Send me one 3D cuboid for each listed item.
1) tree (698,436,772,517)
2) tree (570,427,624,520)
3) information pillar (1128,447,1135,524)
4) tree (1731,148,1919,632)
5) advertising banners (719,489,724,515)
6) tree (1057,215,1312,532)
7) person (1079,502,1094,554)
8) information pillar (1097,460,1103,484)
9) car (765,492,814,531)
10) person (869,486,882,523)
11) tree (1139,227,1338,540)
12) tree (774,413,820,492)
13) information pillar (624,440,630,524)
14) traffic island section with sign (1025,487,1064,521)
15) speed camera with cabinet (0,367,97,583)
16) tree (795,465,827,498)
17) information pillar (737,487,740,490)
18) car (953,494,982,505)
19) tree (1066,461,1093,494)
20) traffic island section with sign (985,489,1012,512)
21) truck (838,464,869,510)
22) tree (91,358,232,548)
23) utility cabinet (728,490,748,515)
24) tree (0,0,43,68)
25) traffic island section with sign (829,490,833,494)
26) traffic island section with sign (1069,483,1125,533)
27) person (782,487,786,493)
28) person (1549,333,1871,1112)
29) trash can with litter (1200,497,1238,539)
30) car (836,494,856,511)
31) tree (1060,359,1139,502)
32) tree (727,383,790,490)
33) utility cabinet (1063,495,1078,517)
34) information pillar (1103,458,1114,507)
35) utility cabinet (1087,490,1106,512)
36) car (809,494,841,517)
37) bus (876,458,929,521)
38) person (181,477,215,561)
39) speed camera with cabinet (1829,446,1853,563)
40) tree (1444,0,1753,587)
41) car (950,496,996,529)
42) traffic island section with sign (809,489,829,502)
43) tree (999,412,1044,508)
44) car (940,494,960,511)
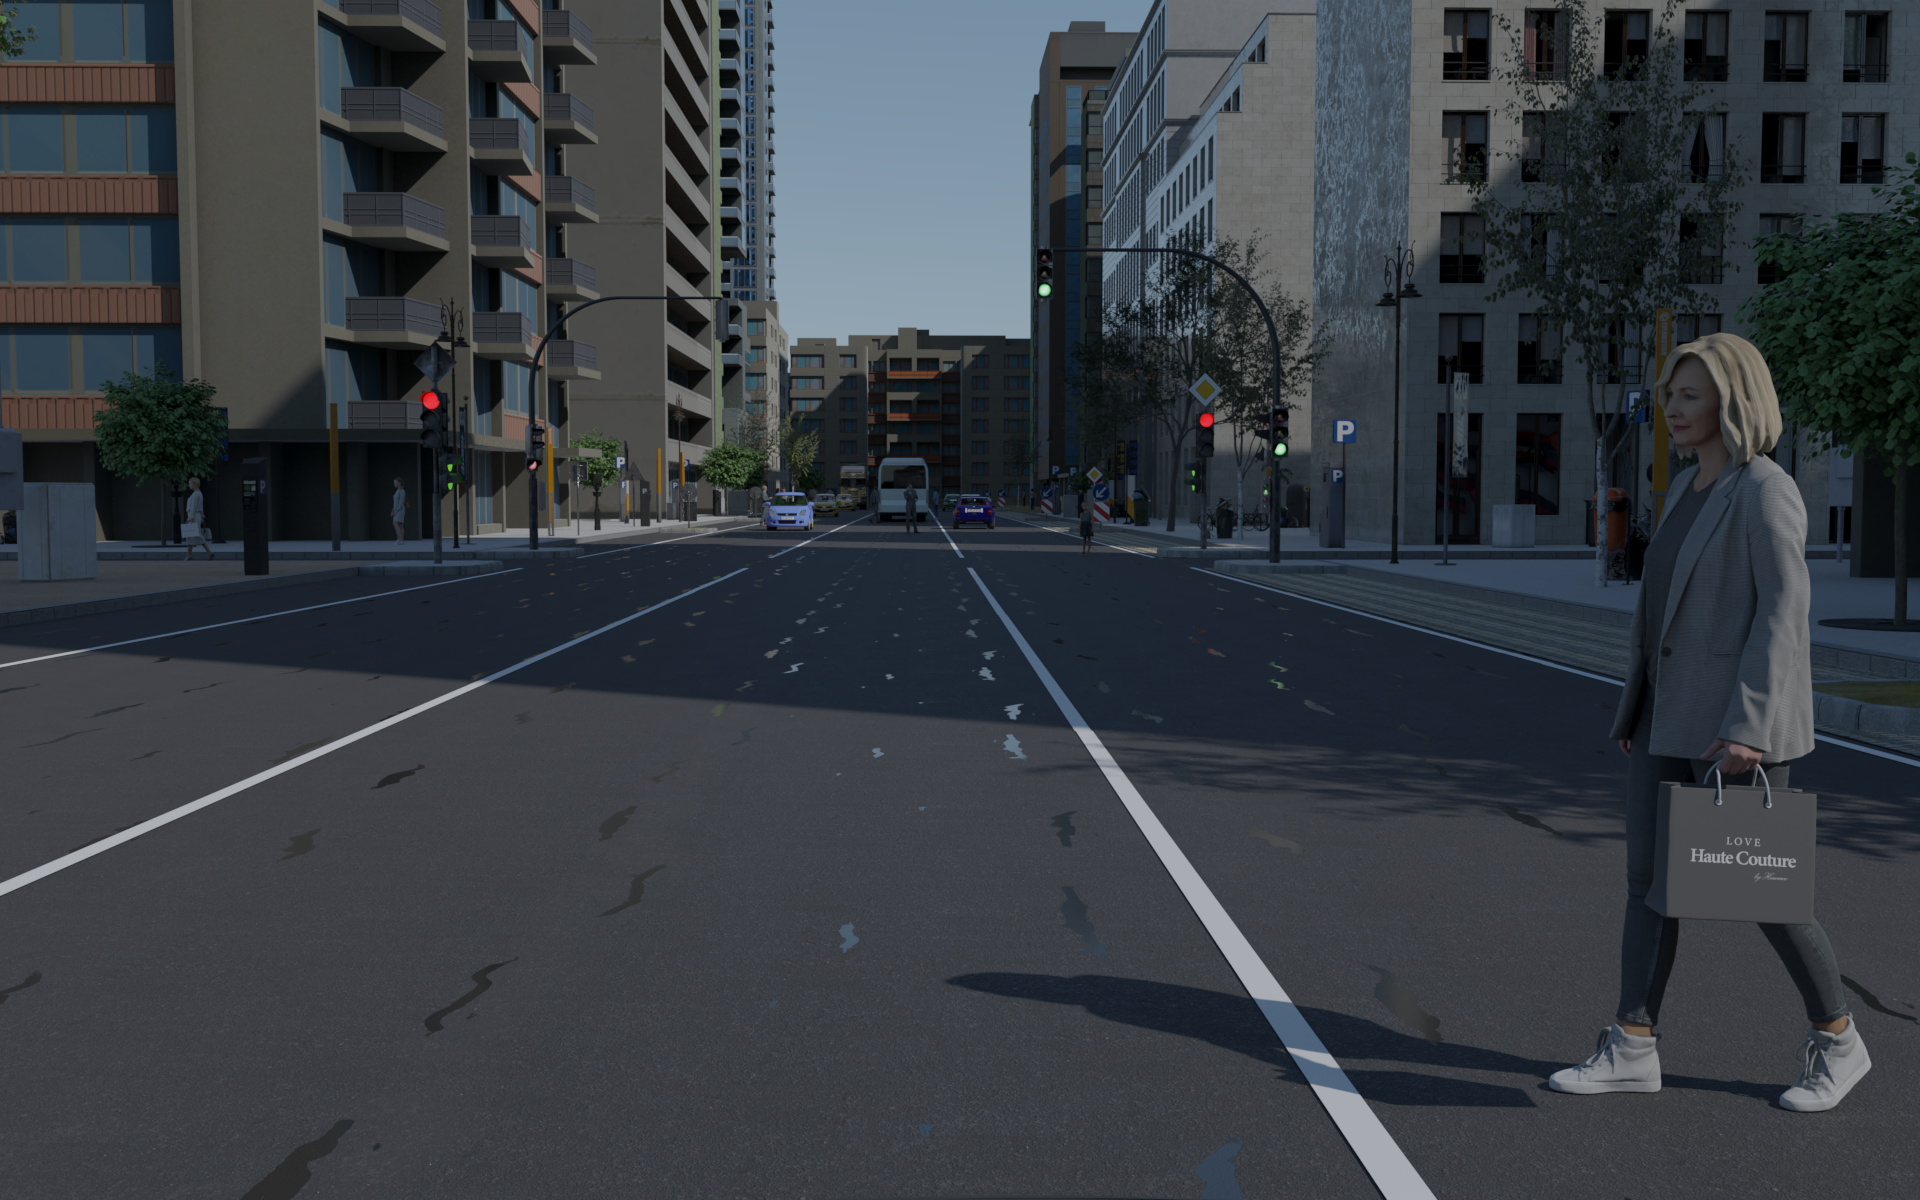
[{"bbox_3d":[-13.219,-7.020,98.496,4.285,4.588,4.351,0,3,0],"label":"tree"},{"bbox_3d":[-17.836,-6.170,84.590,4.285,4.588,4.351,0,3,0],"label":"tree"},{"bbox_3d":[7.456,-5.151,75.566,0.504,3.616,0.183,3,5,44],"label":"information pillar"},{"bbox_3d":[9.175,-2.014,16.651,4.285,4.588,4.351,0,3,0],"label":"tree"},{"bbox_3d":[-14.741,-6.729,106.214,0.090,3.025,2.074,-2,4,-24],"label":"advertising banners"},{"bbox_3d":[7.331,-7.603,58.725,8.767,10.594,7.601,-1,4,-23],"label":"tree"},{"bbox_3d":[3.004,-1.712,41.157,0.362,1.253,0.373,2,4,30],"label":"person"},{"bbox_3d":[9.012,-7.285,110.471,0.504,3.616,0.183,1,4,13],"label":"information pillar"},{"bbox_3d":[-6.728,-3.608,68.586,1.945,1.707,3.694,0,4,-2],"label":"car"},{"bbox_3d":[-4.132,-4.661,84.803,0.850,1.850,0.679,-3,4,-36],"label":"person"},{"bbox_3d":[7.950,-5.958,47.782,4.360,8.622,3.978,0,3,0],"label":"tree"},{"bbox_3d":[-14.632,-12.453,153.964,4.737,8.622,4.395,0,3,0],"label":"tree"},{"bbox_3d":[-14.407,-5.106,74.830,0.183,3.616,0.504,-1,4,-21],"label":"information pillar"},{"bbox_3d":[4.456,-5.107,92.128,1.989,1.847,2.006,0,4,-1],"label":"traffic island section with sign"},{"bbox_3d":[-13.454,-1.874,24.969,0.660,3.252,2.038,1,4,15],"label":"speed camera with cabinet"},{"bbox_3d":[-15.837,-12.242,183.868,4.285,4.588,4.351,0,3,0],"label":"tree"},{"bbox_3d":[-13.693,-6.238,106.488,0.304,2.012,0.304,0,4,1],"label":"information pillar"},{"bbox_3d":[0.606,-5.513,99.920,2.009,1.686,4.222,0,4,0],"label":"car"},{"bbox_3d":[7.271,-6.554,101.754,1.663,3.219,1.824,0,3,0],"label":"tree"},{"bbox_3d":[3.265,-8.160,142.047,1.989,1.847,2.006,0,4,-1],"label":"traffic island section with sign"},{"bbox_3d":[-9.882,-10.537,161.192,2.839,4.237,11.283,0,4,-3],"label":"truck"},{"bbox_3d":[-19.271,-3.550,41.757,4.285,4.588,4.351,0,3,0],"label":"tree"},{"bbox_3d":[-13.376,-5.847,104.284,1.173,1.500,0.318,1,4,9],"label":"utility cabinet"},{"bbox_3d":[-11.508,-5.459,15.009,9.928,11.665,9.643,0,3,0],"label":"tree"},{"bbox_3d":[-12.605,-9.787,168.640,1.989,1.847,2.006,0,4,-1],"label":"traffic island section with sign"},{"bbox_3d":[5.103,-3.443,64.913,1.989,1.847,2.006,0,4,-1],"label":"traffic island section with sign"},{"bbox_3d":[-9.675,-5.259,94.657,0.511,1.800,0.466,1,4,9],"label":"person"},{"bbox_3d":[1.791,0.287,3.988,0.728,1.800,0.709,0,4,-3],"label":"person"},{"bbox_3d":[7.370,-2.349,49.797,1.055,1.170,0.624,0,4,8],"label":"trash can with litter"},{"bbox_3d":[-9.641,-8.212,144.494,2.015,1.641,3.980,0,4,-1],"label":"car"},{"bbox_3d":[7.053,-8.252,85.282,4.360,8.622,3.978,0,3,0],"label":"tree"},{"bbox_3d":[-13.644,-10.101,115.515,4.360,8.622,3.978,0,3,0],"label":"tree"},{"bbox_3d":[6.207,-5.142,95.229,1.020,1.237,0.306,-1,4,-10],"label":"utility cabinet"},{"bbox_3d":[8.719,-6.681,100.582,0.504,3.616,0.183,0,4,0],"label":"information pillar"},{"bbox_3d":[7.091,-4.928,89.253,1.173,1.500,0.318,3,5,44],"label":"utility cabinet"},{"bbox_3d":[-8.553,-6.089,109.771,2.015,1.641,3.980,0,4,-3],"label":"car"},{"bbox_3d":[-3.170,-6.111,94.770,2.948,3.499,13.247,0,4,-3],"label":"bus"},{"bbox_3d":[-16.097,-1.693,36.540,0.624,1.780,0.694,0,4,0],"label":"person"},{"bbox_3d":[17.136,-2.292,31.809,0.660,3.252,2.038,-3,4,-39],"label":"speed camera with cabinet"},{"bbox_3d":[8.744,-4.471,23.461,4.360,8.622,3.978,0,3,0],"label":"tree"},{"bbox_3d":[0.557,-3.635,72.020,1.945,1.354,3.894,0,4,0],"label":"car"},{"bbox_3d":[-11.961,-8.139,141.693,1.989,1.847,2.006,0,4,-1],"label":"traffic island section with sign"},{"bbox_3d":[5.344,-12.543,155.440,4.360,8.622,3.978,0,3,0],"label":"tree"},{"bbox_3d":[-0.579,-8.132,144.763,2.131,1.459,4.920,0,4,-1],"label":"car"}]
